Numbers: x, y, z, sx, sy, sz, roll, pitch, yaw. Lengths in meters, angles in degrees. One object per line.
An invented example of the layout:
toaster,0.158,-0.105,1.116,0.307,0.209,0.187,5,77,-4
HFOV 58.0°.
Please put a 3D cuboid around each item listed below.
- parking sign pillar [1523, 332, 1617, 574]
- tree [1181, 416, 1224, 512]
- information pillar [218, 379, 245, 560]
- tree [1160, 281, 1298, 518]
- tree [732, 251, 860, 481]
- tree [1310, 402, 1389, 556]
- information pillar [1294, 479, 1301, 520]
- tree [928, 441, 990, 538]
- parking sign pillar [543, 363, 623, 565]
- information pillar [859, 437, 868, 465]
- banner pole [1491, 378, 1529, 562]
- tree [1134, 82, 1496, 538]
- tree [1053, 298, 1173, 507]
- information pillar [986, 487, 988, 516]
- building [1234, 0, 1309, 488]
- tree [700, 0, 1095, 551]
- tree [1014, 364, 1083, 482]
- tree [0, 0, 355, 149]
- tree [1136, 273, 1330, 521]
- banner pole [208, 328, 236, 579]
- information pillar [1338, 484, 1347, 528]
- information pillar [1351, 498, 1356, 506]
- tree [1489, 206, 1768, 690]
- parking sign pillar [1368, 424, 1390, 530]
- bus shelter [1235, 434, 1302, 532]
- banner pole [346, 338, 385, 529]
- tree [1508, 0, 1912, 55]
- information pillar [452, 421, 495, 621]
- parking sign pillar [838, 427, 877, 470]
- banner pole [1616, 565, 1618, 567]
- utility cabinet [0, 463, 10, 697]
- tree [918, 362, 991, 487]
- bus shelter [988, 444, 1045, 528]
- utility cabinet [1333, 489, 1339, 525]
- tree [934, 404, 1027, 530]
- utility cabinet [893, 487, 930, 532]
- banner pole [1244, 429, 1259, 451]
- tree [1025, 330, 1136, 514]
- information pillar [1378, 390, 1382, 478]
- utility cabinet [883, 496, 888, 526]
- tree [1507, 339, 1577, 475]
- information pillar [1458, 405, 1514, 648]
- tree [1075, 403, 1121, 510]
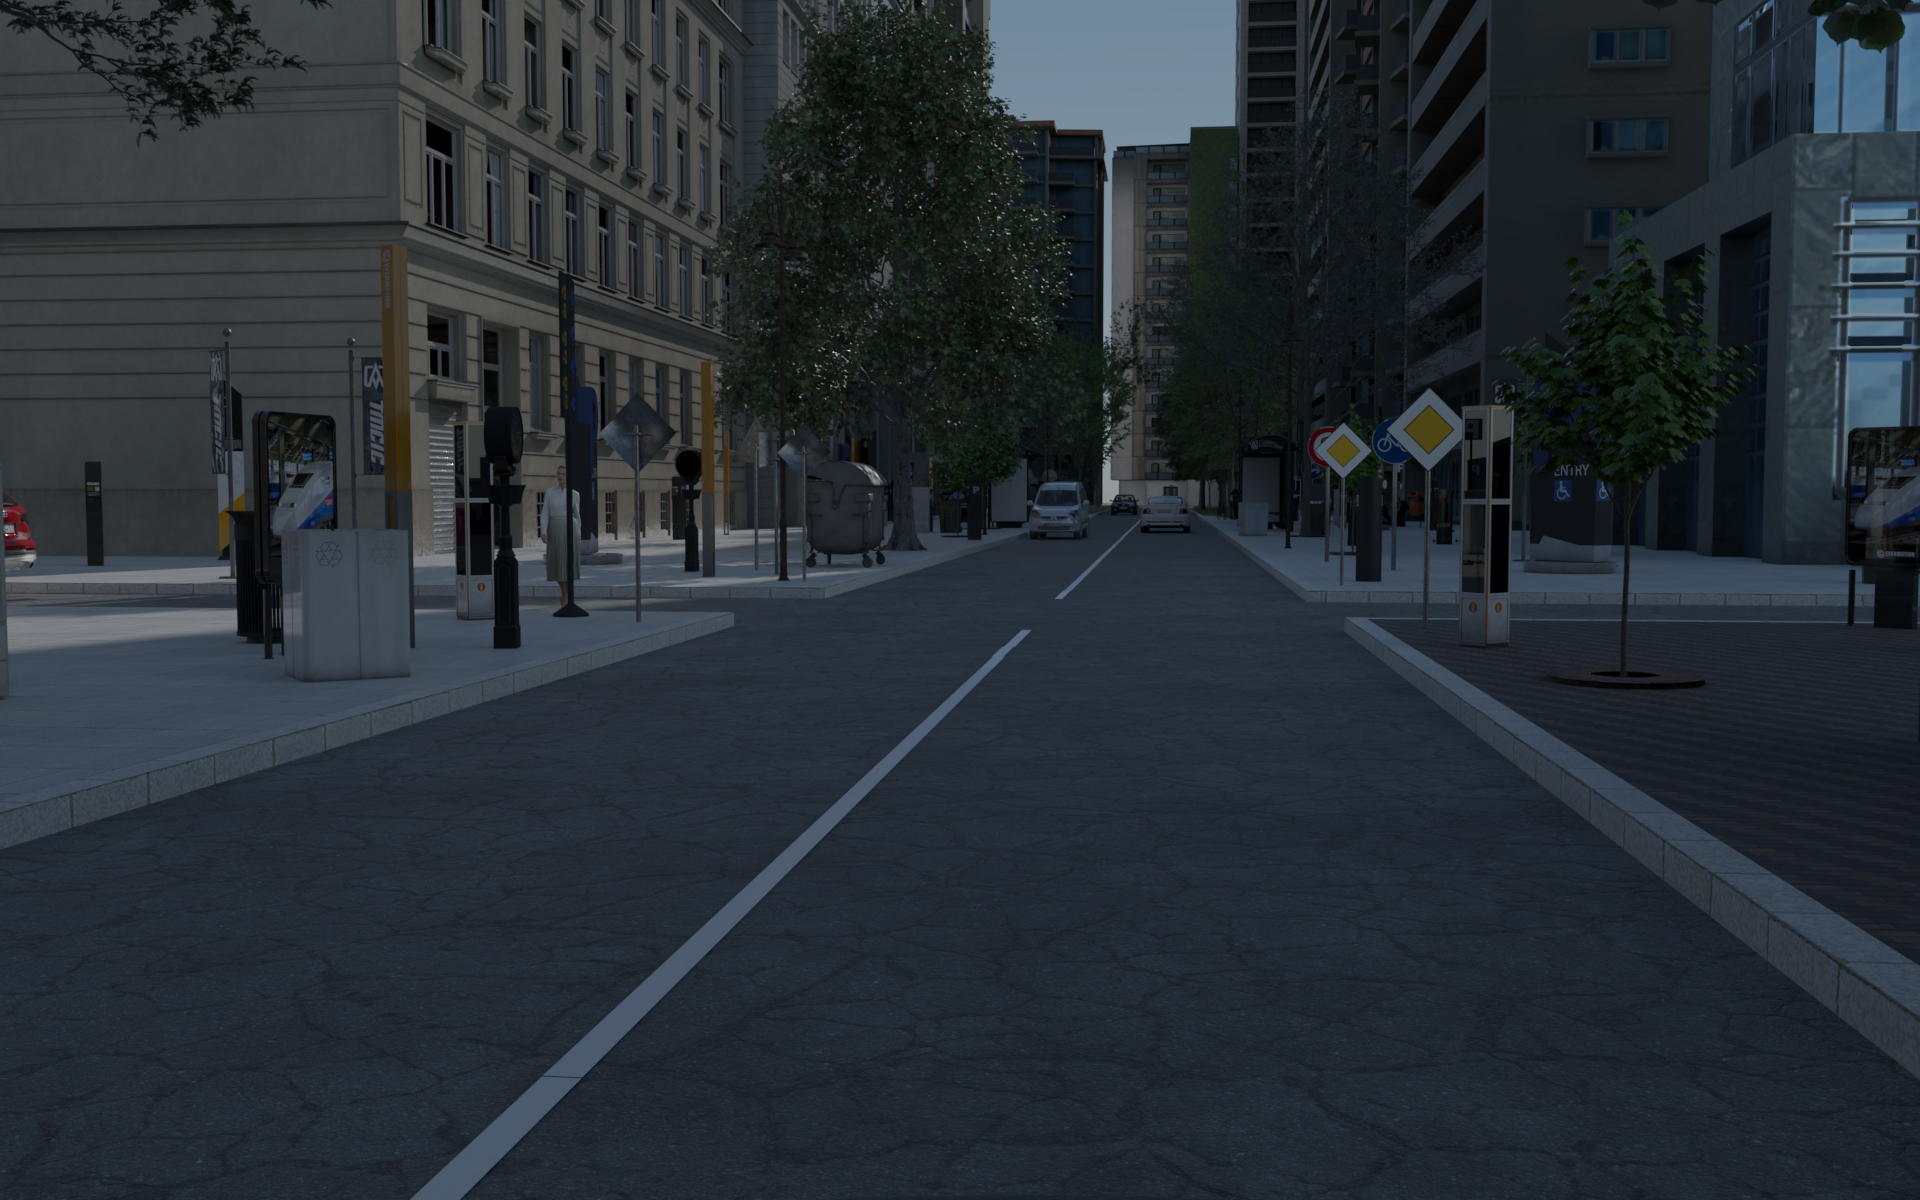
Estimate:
parking sign pillar,9.976,-2.432,28.241,1.447,3.967,1.447,-2,4,-31
tree,18.063,-10.740,125.962,4.360,8.622,3.978,0,3,0
information pillar,-14.183,-2.587,33.645,0.504,3.616,0.183,-1,4,-14
tree,14.404,-10.636,92.026,7.486,12.596,7.792,0,3,0
tree,-4.393,-6.135,50.674,4.360,8.622,3.978,0,3,0
tree,8.186,-2.569,36.597,1.663,3.219,1.824,0,3,0
information pillar,16.904,-5.048,87.028,0.304,2.012,0.304,-1,4,-19
tree,-0.186,-3.478,51.462,1.663,3.219,1.824,0,3,0
parking sign pillar,-6.945,-2.649,31.785,1.447,3.967,1.447,0,4,-5
information pillar,-3.465,-4.337,62.267,0.183,3.616,0.504,2,4,32
banner pole,10.525,-2.628,32.990,0.863,3.779,0.401,2,4,25
tree,10.453,-8.617,51.261,12.009,13.543,11.850,0,3,0
tree,14.722,-18.952,165.751,12.611,20.169,13.585,0,3,0
information pillar,1.394,-5.827,99.768,0.304,2.012,0.304,3,4,37
building,41.790,-46.381,196.574,20.611,71.187,20.563,0,4,7
tree,-1.407,-7.478,39.273,9.611,12.733,9.660,0,3,0
tree,5.137,-8.909,96.026,4.360,8.622,3.978,0,3,0
tree,-6.047,-4.461,7.345,7.601,10.594,8.767,-1,4,-23
tree,13.686,-9.555,81.980,9.928,11.665,9.643,0,3,0
banner pole,-11.236,-2.226,26.413,0.863,3.779,0.401,3,5,43
information pillar,14.567,-3.755,65.892,0.304,2.012,0.304,1,4,17
information pillar,13.333,-4.120,58.709,0.183,3.616,0.504,0,4,3
tree,4.429,-1.054,11.838,1.663,3.219,1.824,0,3,0
parking sign pillar,14.640,-4.485,61.803,1.447,3.967,1.447,1,4,17
bus shelter,10.760,-4.090,60.788,2.014,3.302,5.546,0,4,7
banner pole,-9.530,-2.315,27.871,0.863,3.779,0.401,0,4,-4
tree,3.825,-5.863,2.512,9.857,13.997,8.962,0,3,0
information pillar,-4.958,-0.806,17.678,0.304,2.012,0.304,-3,5,-40
parking sign pillar,-4.129,-5.103,71.899,1.447,3.967,1.447,-1,4,-11
banner pole,11.610,-2.469,30.378,0.863,3.779,0.401,3,5,40
utility cabinet,-6.477,-0.112,10.511,1.173,1.500,0.318,-3,4,-37
tree,-0.407,-7.960,80.501,4.737,8.622,4.395,0,3,0
bus shelter,2.103,-4.520,67.833,2.014,3.302,5.546,0,4,7
utility cabinet,15.603,-3.829,71.291,0.318,1.500,1.173,1,4,21
tree,0.765,-4.867,63.292,4.285,4.588,4.351,0,3,0
utility cabinet,-1.599,-2.965,57.162,1.173,1.500,0.318,0,4,6
banner pole,11.154,-4.687,66.652,0.863,3.779,0.401,3,5,43
tree,7.465,-11.319,110.826,9.928,11.665,9.643,0,3,0
information pillar,9.391,-2.902,38.796,0.183,3.616,0.504,1,4,12
utility cabinet,-3.345,-3.575,69.605,0.306,1.237,1.020,-3,5,-42
tree,12.802,-3.234,36.582,4.285,4.588,4.351,0,3,0
information pillar,4.408,-0.613,14.516,0.304,2.012,0.304,-2,4,-33
tree,10.767,-11.459,137.717,4.737,8.622,4.395,0,3,0
